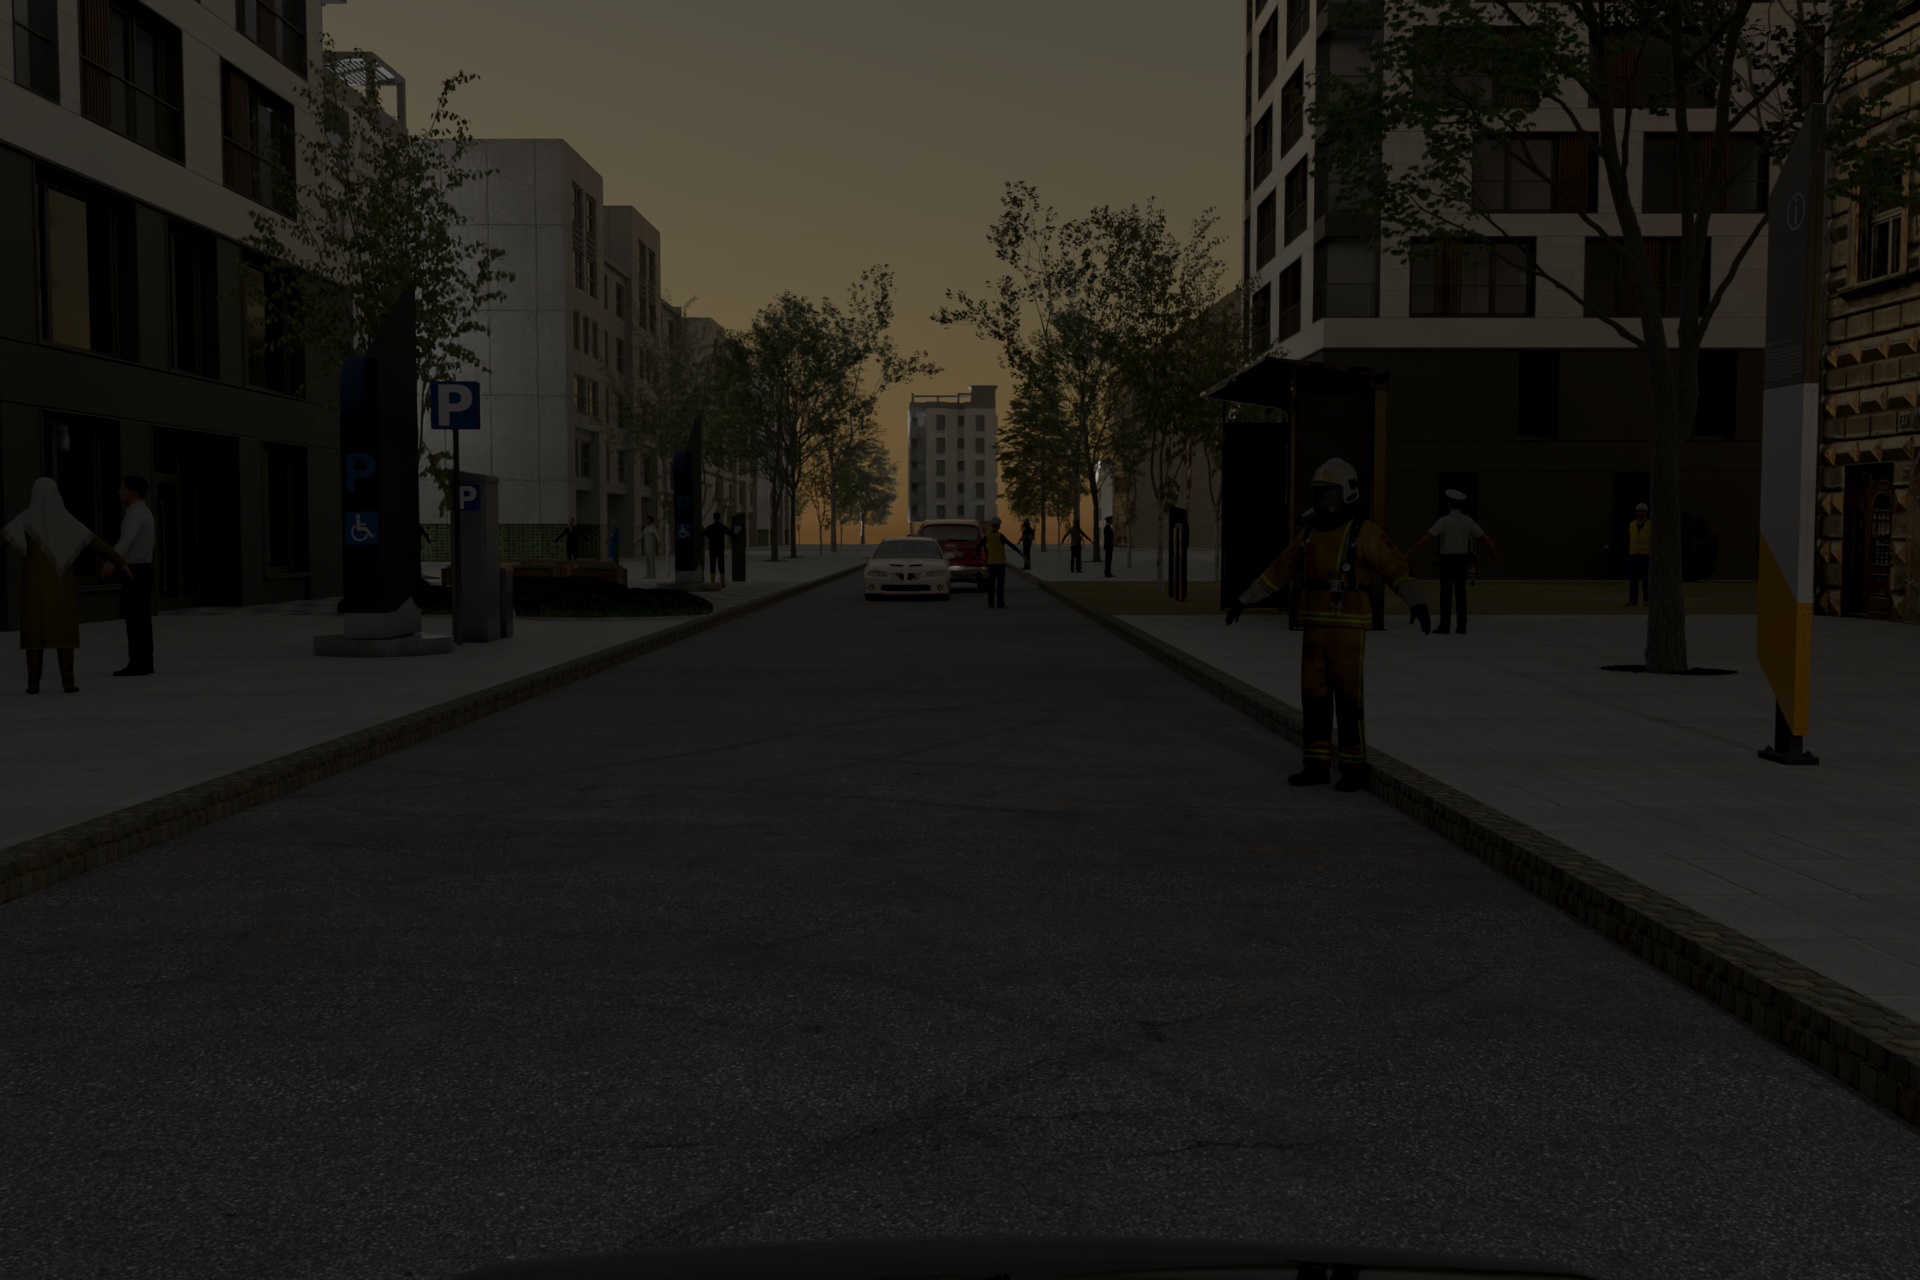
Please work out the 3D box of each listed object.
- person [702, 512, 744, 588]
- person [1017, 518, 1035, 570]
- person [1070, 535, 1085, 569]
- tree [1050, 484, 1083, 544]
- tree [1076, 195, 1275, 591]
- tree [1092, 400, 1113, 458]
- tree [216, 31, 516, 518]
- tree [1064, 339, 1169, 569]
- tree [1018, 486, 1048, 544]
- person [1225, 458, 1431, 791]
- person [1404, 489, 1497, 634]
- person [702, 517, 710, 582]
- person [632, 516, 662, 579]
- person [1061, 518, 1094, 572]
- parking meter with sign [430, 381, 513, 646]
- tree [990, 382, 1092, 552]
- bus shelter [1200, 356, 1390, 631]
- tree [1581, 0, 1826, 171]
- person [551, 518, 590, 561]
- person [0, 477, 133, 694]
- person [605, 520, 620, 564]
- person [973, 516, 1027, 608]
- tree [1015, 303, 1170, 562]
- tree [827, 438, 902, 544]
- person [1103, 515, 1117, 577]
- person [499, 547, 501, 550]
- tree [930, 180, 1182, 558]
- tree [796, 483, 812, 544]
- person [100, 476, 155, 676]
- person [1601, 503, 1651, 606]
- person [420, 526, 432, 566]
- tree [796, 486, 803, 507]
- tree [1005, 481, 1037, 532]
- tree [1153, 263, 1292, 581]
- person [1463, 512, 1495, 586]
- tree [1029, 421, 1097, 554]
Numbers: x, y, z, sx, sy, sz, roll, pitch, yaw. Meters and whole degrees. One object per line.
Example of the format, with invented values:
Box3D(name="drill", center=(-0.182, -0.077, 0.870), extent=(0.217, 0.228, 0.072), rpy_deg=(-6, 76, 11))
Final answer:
Box3D(name="person", center=(-5.812, -2.155, 41.370), extent=(1.346, 1.812, 0.704), rpy_deg=(-1, 4, -19))
Box3D(name="person", center=(2.375, -3.452, 62.222), extent=(0.705, 1.856, 1.354), rpy_deg=(-1, 4, -16))
Box3D(name="person", center=(4.326, -3.330, 63.719), extent=(0.599, 1.433, 0.991), rpy_deg=(-2, 4, -26))
Box3D(name="tree", center=(13.821, -16.776, 224.644), extent=(4.737, 8.622, 4.395), rpy_deg=(0, 3, 0))
Box3D(name="tree", center=(4.731, -5.401, 38.672), extent=(4.737, 8.622, 4.395), rpy_deg=(0, 3, 0))
Box3D(name="tree", center=(23.243, -22.396, 222.062), extent=(12.611, 20.169, 13.585), rpy_deg=(0, 3, 0))
Box3D(name="tree", center=(-8.483, -4.607, 25.683), extent=(4.737, 8.622, 4.395), rpy_deg=(0, 3, 0))
Box3D(name="tree", center=(6.522, -6.972, 64.361), extent=(4.360, 8.622, 3.978), rpy_deg=(0, 3, 0))
Box3D(name="tree", center=(9.710, -16.429, 218.979), extent=(4.360, 8.622, 3.978), rpy_deg=(0, 3, 0))
Box3D(name="person", center=(2.094, -0.094, 9.764), extent=(0.705, 1.858, 1.354), rpy_deg=(-3, 5, -43))
Box3D(name="person", center=(6.342, -1.010, 22.307), extent=(1.343, 1.855, 0.704), rpy_deg=(-1, 4, -13))
Box3D(name="person", center=(-6.430, -2.231, 42.755), extent=(0.705, 1.796, 1.348), rpy_deg=(2, 4, 35))
Box3D(name="person", center=(-8.952, -2.670, 49.843), extent=(1.347, 1.806, 0.705), rpy_deg=(3, 5, 44))
Box3D(name="person", center=(3.897, -3.173, 58.010), extent=(1.348, 1.813, 0.705), rpy_deg=(-2, 4, -32))
Box3D(name="parking meter with sign", center=(-5.761, -1.492, 20.660), extent=(0.543, 3.016, 1.738), rpy_deg=(0, 4, 0))
Box3D(name="tree", center=(6.005, -12.653, 125.008), extent=(7.486, 12.596, 7.792), rpy_deg=(0, 3, 0))
Box3D(name="bus shelter", center=(4.884, -2.124, 26.015), extent=(1.731, 3.624, 6.357), rpy_deg=(0, 3, 0))
Box3D(name="tree", center=(16.967, -11.010, 35.905), extent=(12.611, 20.169, 13.585), rpy_deg=(0, 3, 0))
Box3D(name="person", center=(-12.263, -2.965, 54.701), extent=(1.346, 1.802, 0.704), rpy_deg=(1, 4, 16))
Box3D(name="person", center=(-7.371, -0.443, 14.023), extent=(1.217, 1.736, 0.721), rpy_deg=(-1, 4, -21))
Box3D(name="person", center=(-13.259, -3.686, 66.385), extent=(0.704, 1.817, 1.347), rpy_deg=(1, 4, 9))
Box3D(name="person", center=(0.746, -1.503, 33.497), extent=(1.216, 1.772, 0.721), rpy_deg=(2, 4, 34))
Box3D(name="tree", center=(6.093, -9.365, 78.867), extent=(9.928, 11.665, 9.643), rpy_deg=(0, 3, 0))
Box3D(name="tree", center=(-12.431, -19.374, 223.419), extent=(9.857, 13.997, 8.962), rpy_deg=(0, 3, 0))
Box3D(name="person", center=(4.466, -2.797, 51.658), extent=(0.705, 1.837, 1.347), rpy_deg=(0, 4, -3))
Box3D(name="person", center=(-11.753, -2.213, 42.035), extent=(1.347, 1.847, 0.705), rpy_deg=(2, 4, 25))
Box3D(name="tree", center=(5.210, -14.548, 93.745), extent=(12.611, 20.169, 13.585), rpy_deg=(0, 3, 0))
Box3D(name="tree", center=(-20.557, -16.416, 218.770), extent=(4.737, 8.622, 4.395), rpy_deg=(0, 3, 0))
Box3D(name="person", center=(-7.537, -0.589, 15.788), extent=(0.704, 1.810, 1.344), rpy_deg=(-1, 4, -12))
Box3D(name="person", center=(12.128, -1.523, 30.874), extent=(1.349, 1.833, 0.705), rpy_deg=(3, 5, 41))
Box3D(name="person", center=(-16.123, -2.752, 51.186), extent=(0.705, 1.806, 1.347), rpy_deg=(2, 4, 33))
Box3D(name="tree", center=(-22.442, -16.712, 223.604), extent=(4.737, 8.622, 4.395), rpy_deg=(0, 3, 0))
Box3D(name="tree", center=(8.028, -16.767, 224.505), extent=(4.737, 8.622, 4.395), rpy_deg=(0, 3, 0))
Box3D(name="tree", center=(7.062, -5.901, 46.836), extent=(4.737, 8.622, 4.395), rpy_deg=(0, 3, 0))
Box3D(name="person", center=(12.581, -2.249, 42.910), extent=(1.345, 1.843, 0.704), rpy_deg=(2, 4, 28))
Box3D(name="tree", center=(6.131, -9.822, 110.947), extent=(4.360, 8.622, 3.978), rpy_deg=(0, 3, 0))
